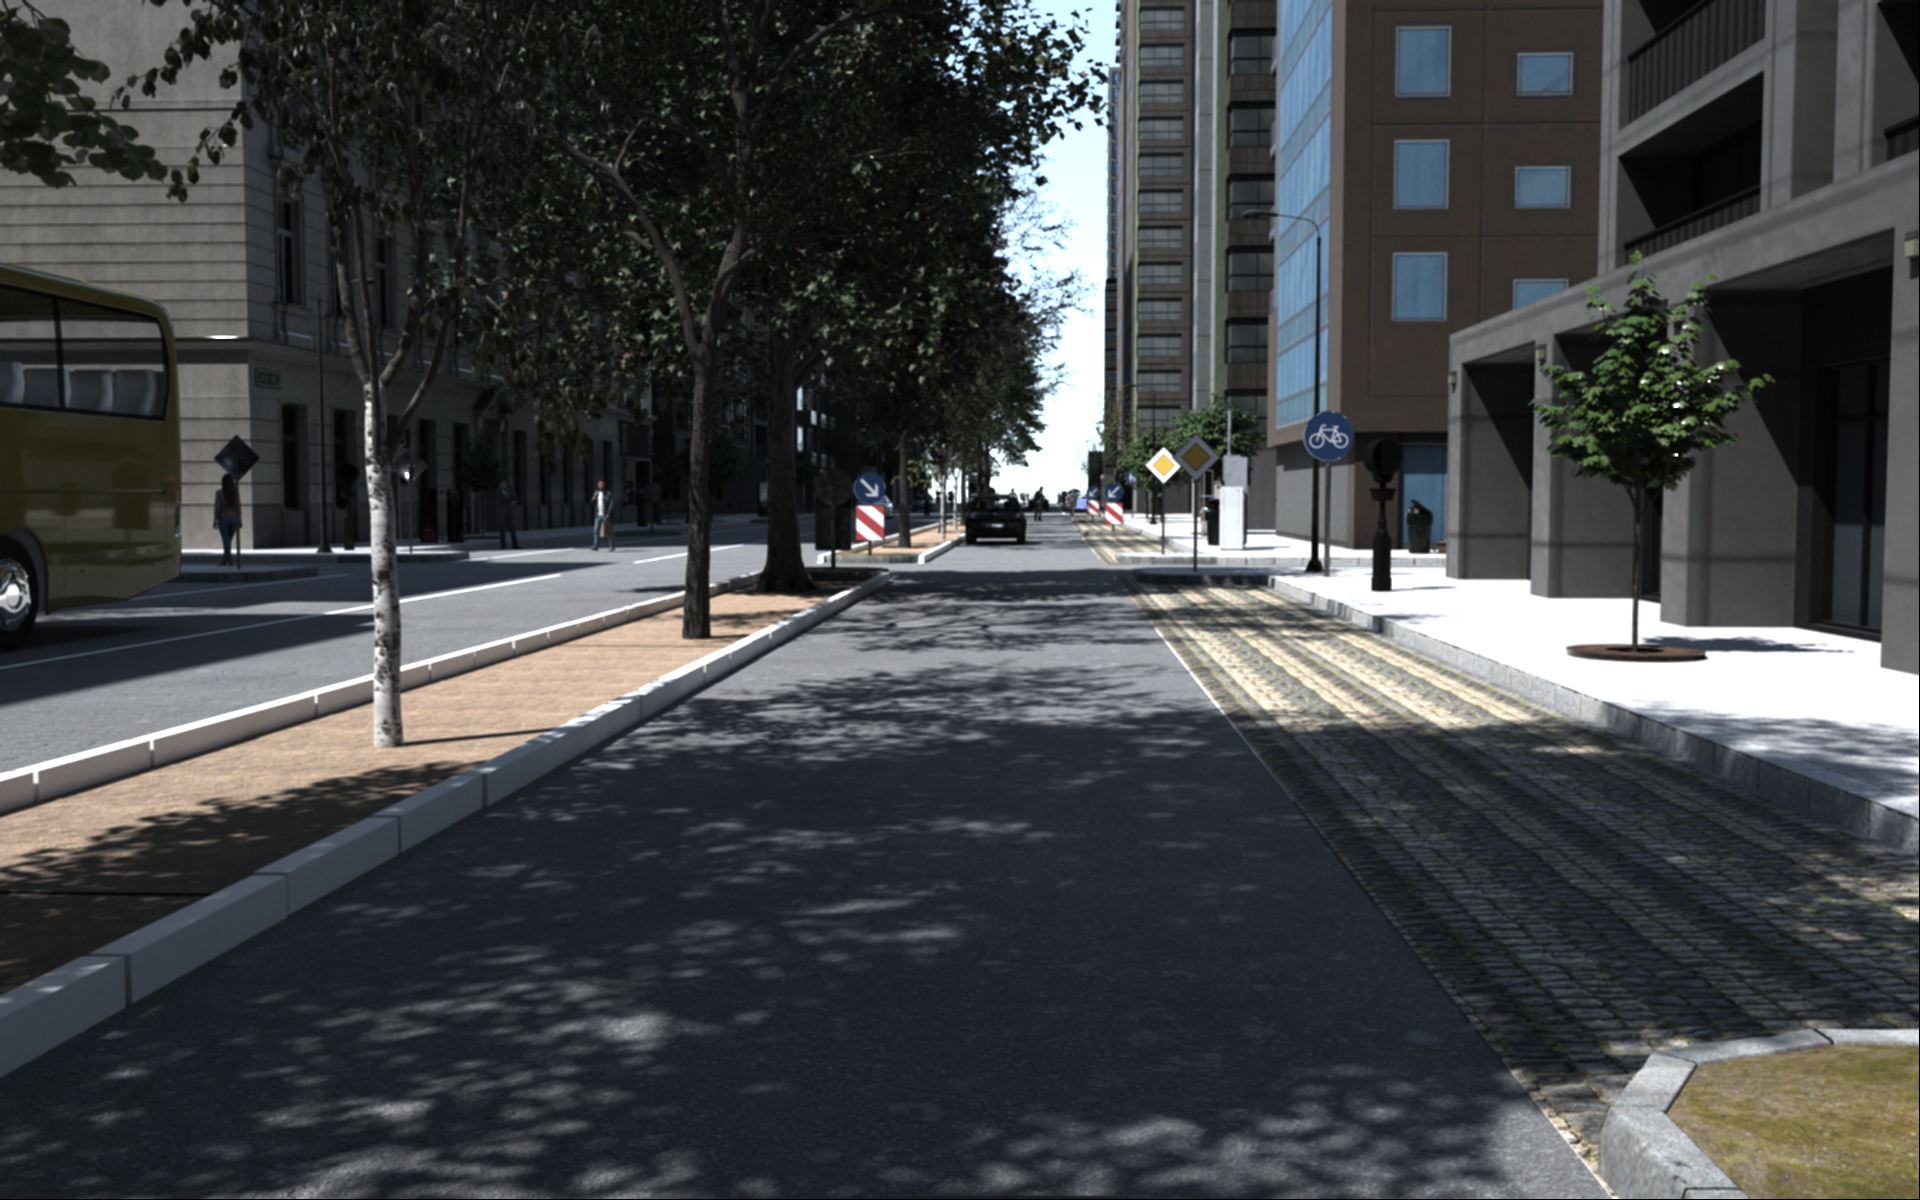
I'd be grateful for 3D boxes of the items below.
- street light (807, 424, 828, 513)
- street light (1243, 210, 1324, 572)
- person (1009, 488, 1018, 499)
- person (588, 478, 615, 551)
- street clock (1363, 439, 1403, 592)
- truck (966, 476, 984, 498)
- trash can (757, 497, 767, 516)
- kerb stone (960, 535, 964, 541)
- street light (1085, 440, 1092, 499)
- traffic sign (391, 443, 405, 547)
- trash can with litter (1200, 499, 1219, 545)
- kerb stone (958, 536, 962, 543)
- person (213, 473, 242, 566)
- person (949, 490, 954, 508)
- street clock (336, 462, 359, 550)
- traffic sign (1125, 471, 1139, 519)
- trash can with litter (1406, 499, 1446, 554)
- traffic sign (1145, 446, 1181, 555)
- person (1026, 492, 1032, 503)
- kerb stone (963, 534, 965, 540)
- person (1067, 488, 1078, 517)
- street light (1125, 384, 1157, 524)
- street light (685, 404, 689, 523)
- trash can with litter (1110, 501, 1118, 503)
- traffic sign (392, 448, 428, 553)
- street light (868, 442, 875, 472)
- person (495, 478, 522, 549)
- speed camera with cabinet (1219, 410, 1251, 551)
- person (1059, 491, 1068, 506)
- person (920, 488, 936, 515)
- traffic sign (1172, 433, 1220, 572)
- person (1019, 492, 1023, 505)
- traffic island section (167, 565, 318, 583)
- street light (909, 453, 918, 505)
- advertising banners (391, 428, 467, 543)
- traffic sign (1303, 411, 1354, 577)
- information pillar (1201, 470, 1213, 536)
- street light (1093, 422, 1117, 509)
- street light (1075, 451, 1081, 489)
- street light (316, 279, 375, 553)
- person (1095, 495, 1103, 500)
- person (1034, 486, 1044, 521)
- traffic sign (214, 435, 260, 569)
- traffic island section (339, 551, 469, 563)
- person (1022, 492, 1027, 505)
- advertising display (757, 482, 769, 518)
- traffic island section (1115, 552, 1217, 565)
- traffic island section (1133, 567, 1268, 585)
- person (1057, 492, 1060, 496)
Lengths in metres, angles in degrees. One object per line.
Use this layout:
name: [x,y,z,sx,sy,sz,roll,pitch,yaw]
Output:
street light: [-9.449,-8.691,114.639,1.470,5.913,1.316,0,4,3]
street light: [5.324,-3.422,28.486,1.470,5.913,1.316,0,4,3]
person: [2.975,-5.533,99.369,0.661,1.777,0.834,-2,4,-28]
person: [-8.822,-2.106,42.924,0.794,1.824,0.713,3,4,36]
street clock: [5.568,-1.117,22.828,0.471,2.002,0.358,-1,4,-18]
truck: [2.477,-16.464,258.099,2.839,4.237,11.283,0,4,1]
trash can: [-11.285,-5.358,99.249,0.748,1.137,0.748,0,3,0]
kerb stone: [-0.054,-1.752,50.957,0.120,0.150,1.000,0,4,3]
street light: [11.563,-10.840,149.779,1.470,5.913,1.316,0,4,3]
traffic sign: [-13.622,-2.572,42.060,0.884,2.594,0.081,1,4,11]
trash can with litter: [6.551,-1.965,43.515,0.624,1.170,1.055,3,5,43]
kerb stone: [-0.109,-1.695,49.929,0.120,0.150,1.000,0,4,3]
person: [-13.841,-1.484,32.770,0.388,1.821,0.555,2,4,33]
person: [-0.857,-10.648,182.585,0.705,1.826,1.348,1,4,20]
street clock: [-13.985,-2.143,39.603,0.471,2.002,0.358,0,4,-8]
traffic sign: [9.006,-5.522,90.385,0.768,2.556,0.104,1,4,12]
trash can with litter: [10.175,-1.592,37.415,1.055,1.170,0.624,1,4,12]
traffic sign: [4.294,-2.015,36.582,0.795,2.450,0.064,0,4,3]
person: [9.463,-14.199,241.371,1.217,1.743,0.721,0,4,-2]
kerb stone: [-0.011,-1.821,51.983,0.120,0.150,1.000,0,4,3]
person: [7.015,-6.106,108.433,0.694,1.812,0.767,1,4,20]
street light: [7.650,-6.159,73.239,1.470,5.913,1.316,0,4,3]
street light: [-11.397,-6.325,75.963,1.470,5.913,1.316,0,4,3]
trash can with litter: [9.883,-6.014,109.710,0.624,1.170,1.055,-1,4,-15]
traffic sign: [-11.878,-2.066,37.418,0.795,2.450,0.064,0,4,3]
street light: [-7.499,-11.012,152.593,1.470,5.913,1.316,0,4,3]
person: [-11.773,-2.254,45.151,0.655,1.846,0.447,-2,4,-28]
speed camera with cabinet: [6.390,-2.805,40.195,0.660,3.252,2.038,1,4,13]
person: [12.081,-11.775,201.036,1.348,1.823,0.705,3,5,39]
person: [-2.216,-6.642,117.083,1.348,1.826,0.705,-3,5,-40]
traffic sign: [3.891,-1.527,28.608,0.795,2.450,0.064,0,4,3]
person: [8.174,-13.412,228.230,0.683,1.767,0.568,0,4,2]
traffic island section: [-12.305,-0.442,29.506,2.009,0.180,2.903,0,4,3]
street light: [-5.176,-13.716,196.803,1.470,5.913,1.316,0,4,3]
advertising banners: [-14.044,-3.035,45.808,2.074,3.025,0.090,1,4,10]
traffic sign: [5.684,-1.630,26.758,0.768,2.556,0.104,1,4,10]
information pillar: [7.557,-2.967,52.998,0.304,2.012,0.304,0,4,-8]
street light: [9.497,-8.481,111.198,1.470,5.913,1.316,0,4,3]
street light: [13.376,-13.162,187.740,1.470,5.913,1.316,0,4,3]
street light: [-13.291,-3.972,37.485,1.470,5.913,1.316,0,4,3]
person: [15.143,-11.190,191.468,1.348,1.823,0.705,0,4,6]
person: [4.229,-5.126,92.114,0.447,1.846,0.655,-3,5,-43]
traffic sign: [-12.281,-1.578,29.443,0.795,2.450,0.064,0,4,3]
traffic island section: [-11.902,-0.930,37.481,2.009,0.180,2.903,0,4,3]
person: [8.264,-12.944,220.841,0.721,1.736,1.217,3,5,44]
advertising display: [-10.691,-5.441,94.180,0.123,1.923,0.974,2,4,26]
traffic island section: [4.318,-0.879,36.659,2.009,0.180,2.903,0,4,3]
traffic island section: [3.915,-0.392,28.684,2.009,0.180,2.903,0,4,3]
person: [15.130,-15.668,264.669,0.705,1.824,1.348,-1,4,-20]
